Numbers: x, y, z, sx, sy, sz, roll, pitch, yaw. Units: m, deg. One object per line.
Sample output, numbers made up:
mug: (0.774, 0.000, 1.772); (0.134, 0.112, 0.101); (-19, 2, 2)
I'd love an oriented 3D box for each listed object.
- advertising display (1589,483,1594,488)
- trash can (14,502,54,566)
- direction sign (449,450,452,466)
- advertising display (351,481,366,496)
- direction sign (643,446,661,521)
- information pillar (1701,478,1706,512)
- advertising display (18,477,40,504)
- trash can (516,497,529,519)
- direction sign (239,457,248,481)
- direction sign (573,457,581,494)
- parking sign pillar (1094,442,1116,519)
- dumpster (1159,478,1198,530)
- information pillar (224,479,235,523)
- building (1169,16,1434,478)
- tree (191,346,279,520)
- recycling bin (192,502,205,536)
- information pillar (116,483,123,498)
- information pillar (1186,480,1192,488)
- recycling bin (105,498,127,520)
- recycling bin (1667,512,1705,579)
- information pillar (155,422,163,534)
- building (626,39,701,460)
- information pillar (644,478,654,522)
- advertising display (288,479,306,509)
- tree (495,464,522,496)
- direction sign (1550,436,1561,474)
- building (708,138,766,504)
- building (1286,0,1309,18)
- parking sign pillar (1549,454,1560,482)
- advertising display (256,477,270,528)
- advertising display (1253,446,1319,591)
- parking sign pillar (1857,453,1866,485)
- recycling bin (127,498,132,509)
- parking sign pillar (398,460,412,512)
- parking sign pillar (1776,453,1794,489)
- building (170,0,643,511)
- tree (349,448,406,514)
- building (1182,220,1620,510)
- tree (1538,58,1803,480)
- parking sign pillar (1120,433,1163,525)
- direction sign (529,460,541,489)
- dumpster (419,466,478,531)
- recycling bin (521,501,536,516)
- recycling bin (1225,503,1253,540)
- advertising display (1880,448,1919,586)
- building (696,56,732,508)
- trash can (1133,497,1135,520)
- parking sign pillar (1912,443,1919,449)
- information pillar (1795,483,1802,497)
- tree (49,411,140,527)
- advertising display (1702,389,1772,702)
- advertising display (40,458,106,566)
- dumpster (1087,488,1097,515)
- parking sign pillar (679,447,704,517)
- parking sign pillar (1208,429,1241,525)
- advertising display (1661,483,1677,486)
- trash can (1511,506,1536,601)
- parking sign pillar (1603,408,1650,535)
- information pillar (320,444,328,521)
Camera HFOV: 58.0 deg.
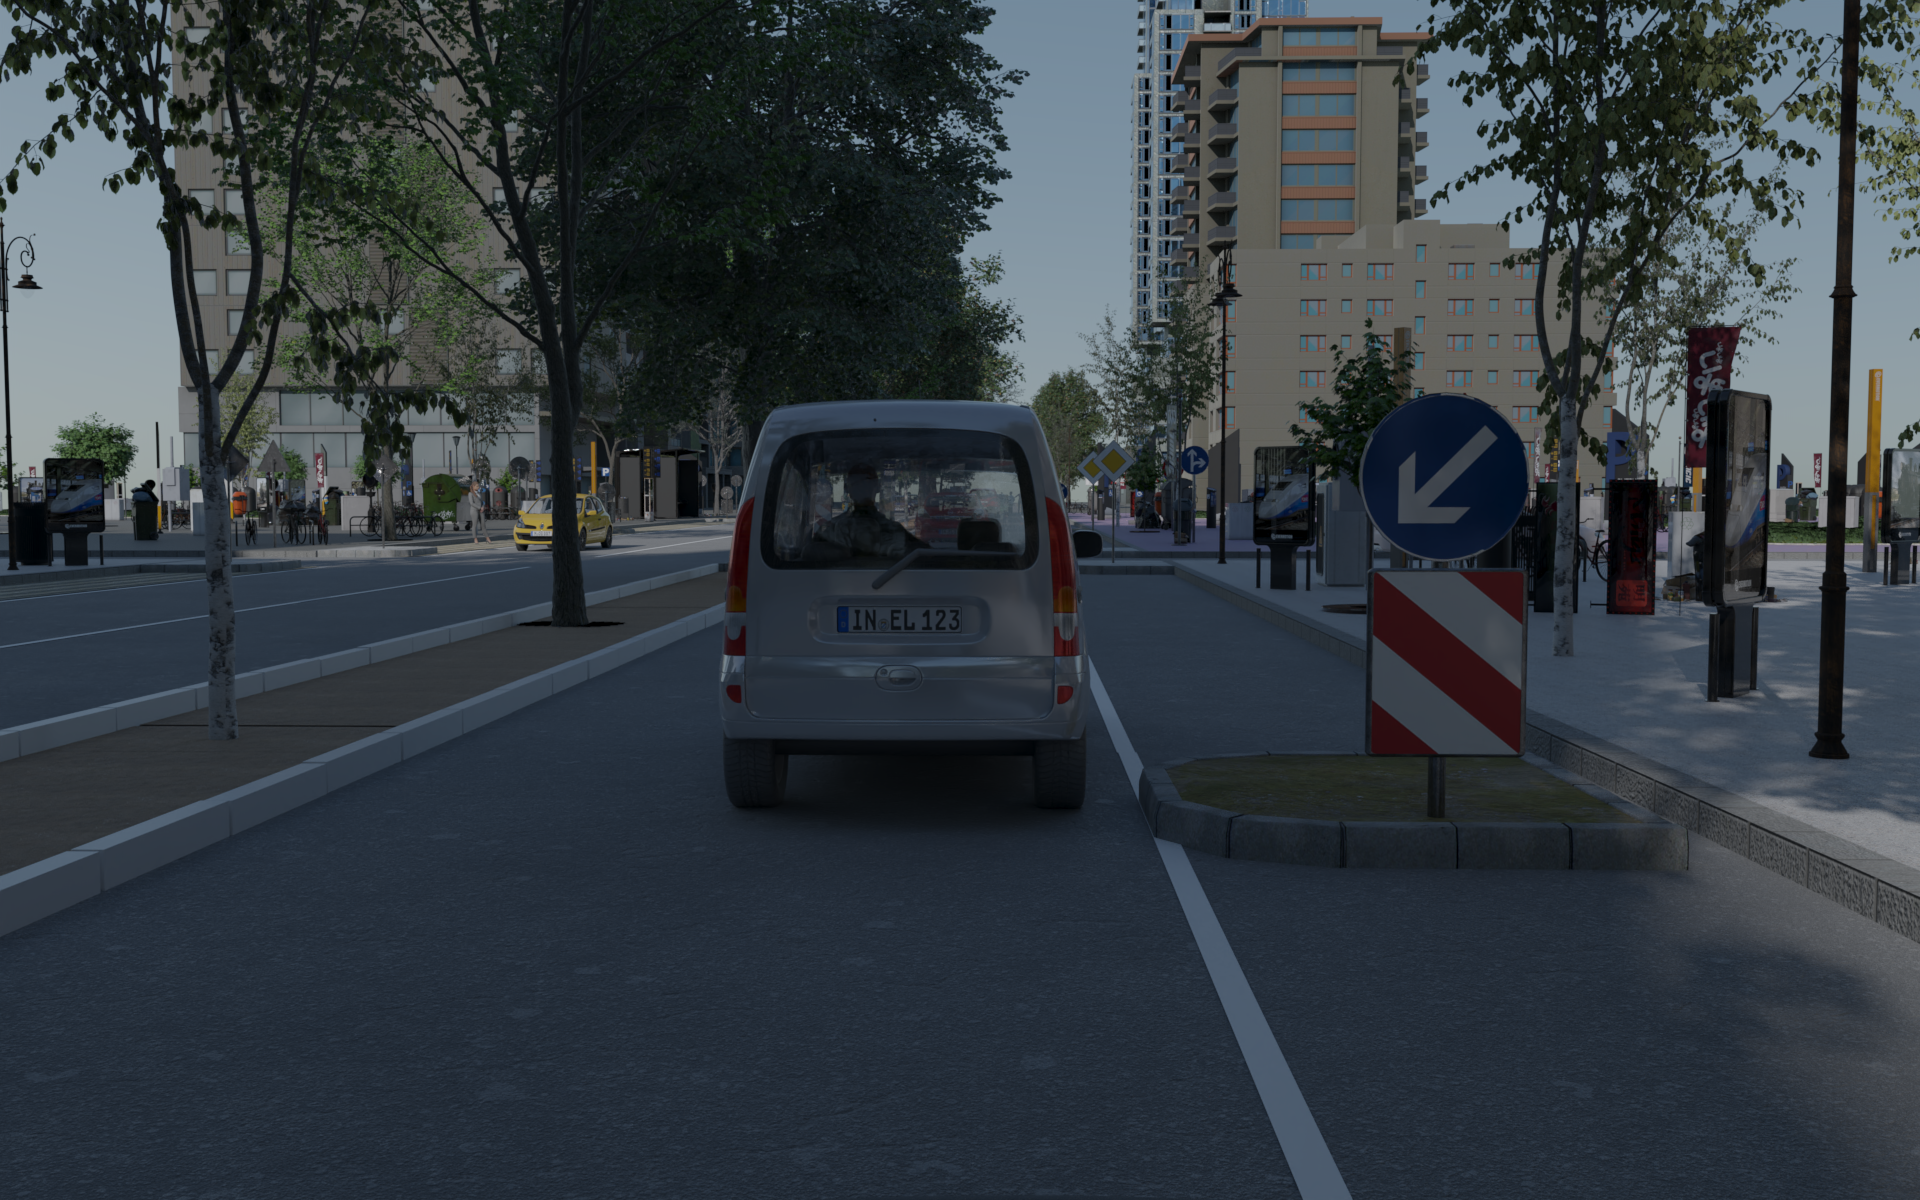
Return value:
advertising display: (37.211, -5.926, 102.100); (0.123, 1.923, 0.974); (1, 4, 12)
trash can: (-16.718, -1.199, 31.265); (0.748, 1.137, 0.748); (0, 3, 0)
direction sign: (-26.454, -5.992, 89.966); (0.379, 3.537, 0.876); (-1, 4, -23)
advertising display: (-29.992, -4.967, 86.417); (0.974, 1.923, 0.123); (2, 4, 34)
direction sign: (-14.692, -5.546, 82.666); (0.876, 3.537, 0.379); (-2, 4, -35)
information pillar: (33.709, -4.541, 78.734); (0.304, 2.012, 0.304); (0, 4, -5)
advertising display: (-34.821, -3.658, 65.029); (0.123, 1.923, 0.974); (3, 4, 36)
trash can: (-18.281, -3.741, 72.822); (0.748, 1.137, 0.748); (0, 3, 0)
direction sign: (-43.361, -6.903, 104.863); (0.876, 3.537, 0.379); (2, 4, 31)
direction sign: (-23.258, -6.914, 105.042); (0.876, 3.537, 0.379); (3, 4, 37)
parking sign pillar: (7.721, -6.247, 90.606); (1.447, 3.967, 1.447); (3, 5, 40)
dumpster: (7.862, -3.454, 62.233); (1.264, 1.857, 1.865); (0, 4, 2)
information pillar: (-32.477, -5.227, 76.813); (0.504, 3.616, 0.183); (0, 4, 7)
building: (31.537, -31.198, 164.705); (22.147, 44.769, 28.867); (0, 4, 2)
tree: (-35.644, -8.280, 85.743); (4.737, 8.622, 4.395); (0, 3, 0)
recycling bin: (-23.301, -2.521, 53.781); (0.722, 1.027, 0.722); (2, 4, 27)
information pillar: (-55.545, -6.727, 114.475); (0.304, 2.012, 0.304); (-3, 5, -44)
information pillar: (11.553, -5.099, 87.853); (0.304, 2.012, 0.304); (2, 4, 27)
recycling bin: (-41.231, -4.396, 84.430); (0.722, 1.027, 0.722); (-1, 4, -9)
recycling bin: (10.394, -0.725, 24.409); (0.722, 1.027, 0.722); (1, 4, 17)
information pillar: (-26.014, -3.968, 56.227); (0.183, 3.616, 0.504); (-1, 4, -22)
building: (-30.898, -28.582, 150.914); (14.154, 41.232, 14.086); (0, 4, 2)
information pillar: (-14.290, -4.593, 79.584); (0.304, 2.012, 0.304); (2, 4, 23)
advertising display: (-29.460, -4.391, 76.999); (0.123, 1.923, 0.974); (1, 4, 19)
tree: (-28.594, -7.057, 109.976); (1.663, 3.219, 1.824); (0, 3, 0)
direction sign: (23.408, -4.623, 67.576); (0.379, 3.537, 0.876); (-3, 5, -40)
building: (-33.093, -37.076, 225.797); (23.786, 49.044, 30.456); (0, 4, 2)
building: (33.292, -55.779, 224.658); (22.319, 86.520, 31.000); (0, 4, 2)
parking sign pillar: (38.261, -7.506, 111.198); (1.447, 3.967, 1.447); (-2, 4, -23)
advertising display: (-26.666, -3.735, 66.282); (0.123, 1.923, 0.974); (-3, 5, -44)
advertising display: (4.346, -1.103, 23.245); (0.123, 1.923, 0.974); (-3, 5, -40)
parking sign pillar: (51.014, -6.660, 97.368); (1.447, 3.967, 1.447); (0, 4, -6)
recycling bin: (-47.994, -5.327, 99.658); (0.722, 1.027, 0.722); (2, 4, 30)
parking sign pillar: (-36.382, -7.671, 113.890); (1.447, 3.967, 1.447); (-2, 4, -30)
parking sign pillar: (54.138, -7.657, 113.660); (1.447, 3.967, 1.447); (0, 4, -4)
building: (-39.460, -33.053, 129.662); (28.713, 52.752, 27.495); (0, 4, 2)
tree: (-36.473, -7.614, 108.209); (4.285, 4.588, 4.351); (0, 3, 0)
building: (32.847, -17.828, 136.534); (27.650, 21.520, 28.899); (0, 4, 2)
tree: (12.106, -4.875, 30.065); (4.360, 8.622, 3.978); (0, 3, 0)
parking sign pillar: (7.806, -5.161, 72.853); (1.447, 3.967, 1.447); (2, 4, 28)
direction sign: (-28.262, -7.536, 115.203); (0.876, 3.537, 0.379); (1, 4, 13)
dumpster: (-17.758, -3.525, 60.127); (1.502, 2.255, 1.985); (0, 4, 2)
recycling bin: (-15.892, -3.159, 64.199); (0.722, 1.027, 0.722); (-2, 4, -32)
recycling bin: (7.875, -2.214, 48.753); (0.722, 1.027, 0.722); (0, 4, 1)
advertising display: (13.333, -1.181, 24.517); (0.974, 1.923, 0.123); (-3, 4, -37)
building: (-33.273, -44.637, 168.069); (20.563, 71.187, 20.611); (0, 4, 2)
trash can: (8.395, -4.204, 80.385); (0.748, 1.137, 0.748); (0, 3, 0)
parking sign pillar: (40.274, -5.142, 72.548); (1.447, 3.967, 1.447); (-1, 4, -8)
information pillar: (53.747, -6.515, 111.010); (0.304, 2.012, 0.304); (0, 4, -2)
tree: (-34.219, -5.186, 68.497); (4.285, 4.588, 4.351); (0, 3, 0)
advertising display: (4.926, -0.353, 10.981); (0.123, 1.923, 0.974); (3, 5, 40)
advertising display: (-15.825, -1.575, 30.964); (0.974, 1.923, 0.123); (-3, 5, -40)
dumpster: (8.305, -6.038, 104.482); (1.264, 1.857, 1.865); (0, 4, 2)
parking sign pillar: (-15.125, -6.649, 97.190); (1.447, 3.967, 1.447); (0, 4, -6)
parking sign pillar: (10.950, -5.091, 71.716); (1.447, 3.967, 1.447); (2, 4, 25)
advertising display: (42.362, -6.011, 103.497); (0.123, 1.923, 0.974); (-3, 4, -36)
trash can: (6.797, -0.572, 21.004); (0.748, 1.137, 0.748); (0, 3, 0)
parking sign pillar: (20.779, -4.006, 53.968); (1.447, 3.967, 1.447); (-2, 4, -31)
information pillar: (-29.471, -5.440, 80.298); (0.504, 3.616, 0.183); (3, 5, 44)
